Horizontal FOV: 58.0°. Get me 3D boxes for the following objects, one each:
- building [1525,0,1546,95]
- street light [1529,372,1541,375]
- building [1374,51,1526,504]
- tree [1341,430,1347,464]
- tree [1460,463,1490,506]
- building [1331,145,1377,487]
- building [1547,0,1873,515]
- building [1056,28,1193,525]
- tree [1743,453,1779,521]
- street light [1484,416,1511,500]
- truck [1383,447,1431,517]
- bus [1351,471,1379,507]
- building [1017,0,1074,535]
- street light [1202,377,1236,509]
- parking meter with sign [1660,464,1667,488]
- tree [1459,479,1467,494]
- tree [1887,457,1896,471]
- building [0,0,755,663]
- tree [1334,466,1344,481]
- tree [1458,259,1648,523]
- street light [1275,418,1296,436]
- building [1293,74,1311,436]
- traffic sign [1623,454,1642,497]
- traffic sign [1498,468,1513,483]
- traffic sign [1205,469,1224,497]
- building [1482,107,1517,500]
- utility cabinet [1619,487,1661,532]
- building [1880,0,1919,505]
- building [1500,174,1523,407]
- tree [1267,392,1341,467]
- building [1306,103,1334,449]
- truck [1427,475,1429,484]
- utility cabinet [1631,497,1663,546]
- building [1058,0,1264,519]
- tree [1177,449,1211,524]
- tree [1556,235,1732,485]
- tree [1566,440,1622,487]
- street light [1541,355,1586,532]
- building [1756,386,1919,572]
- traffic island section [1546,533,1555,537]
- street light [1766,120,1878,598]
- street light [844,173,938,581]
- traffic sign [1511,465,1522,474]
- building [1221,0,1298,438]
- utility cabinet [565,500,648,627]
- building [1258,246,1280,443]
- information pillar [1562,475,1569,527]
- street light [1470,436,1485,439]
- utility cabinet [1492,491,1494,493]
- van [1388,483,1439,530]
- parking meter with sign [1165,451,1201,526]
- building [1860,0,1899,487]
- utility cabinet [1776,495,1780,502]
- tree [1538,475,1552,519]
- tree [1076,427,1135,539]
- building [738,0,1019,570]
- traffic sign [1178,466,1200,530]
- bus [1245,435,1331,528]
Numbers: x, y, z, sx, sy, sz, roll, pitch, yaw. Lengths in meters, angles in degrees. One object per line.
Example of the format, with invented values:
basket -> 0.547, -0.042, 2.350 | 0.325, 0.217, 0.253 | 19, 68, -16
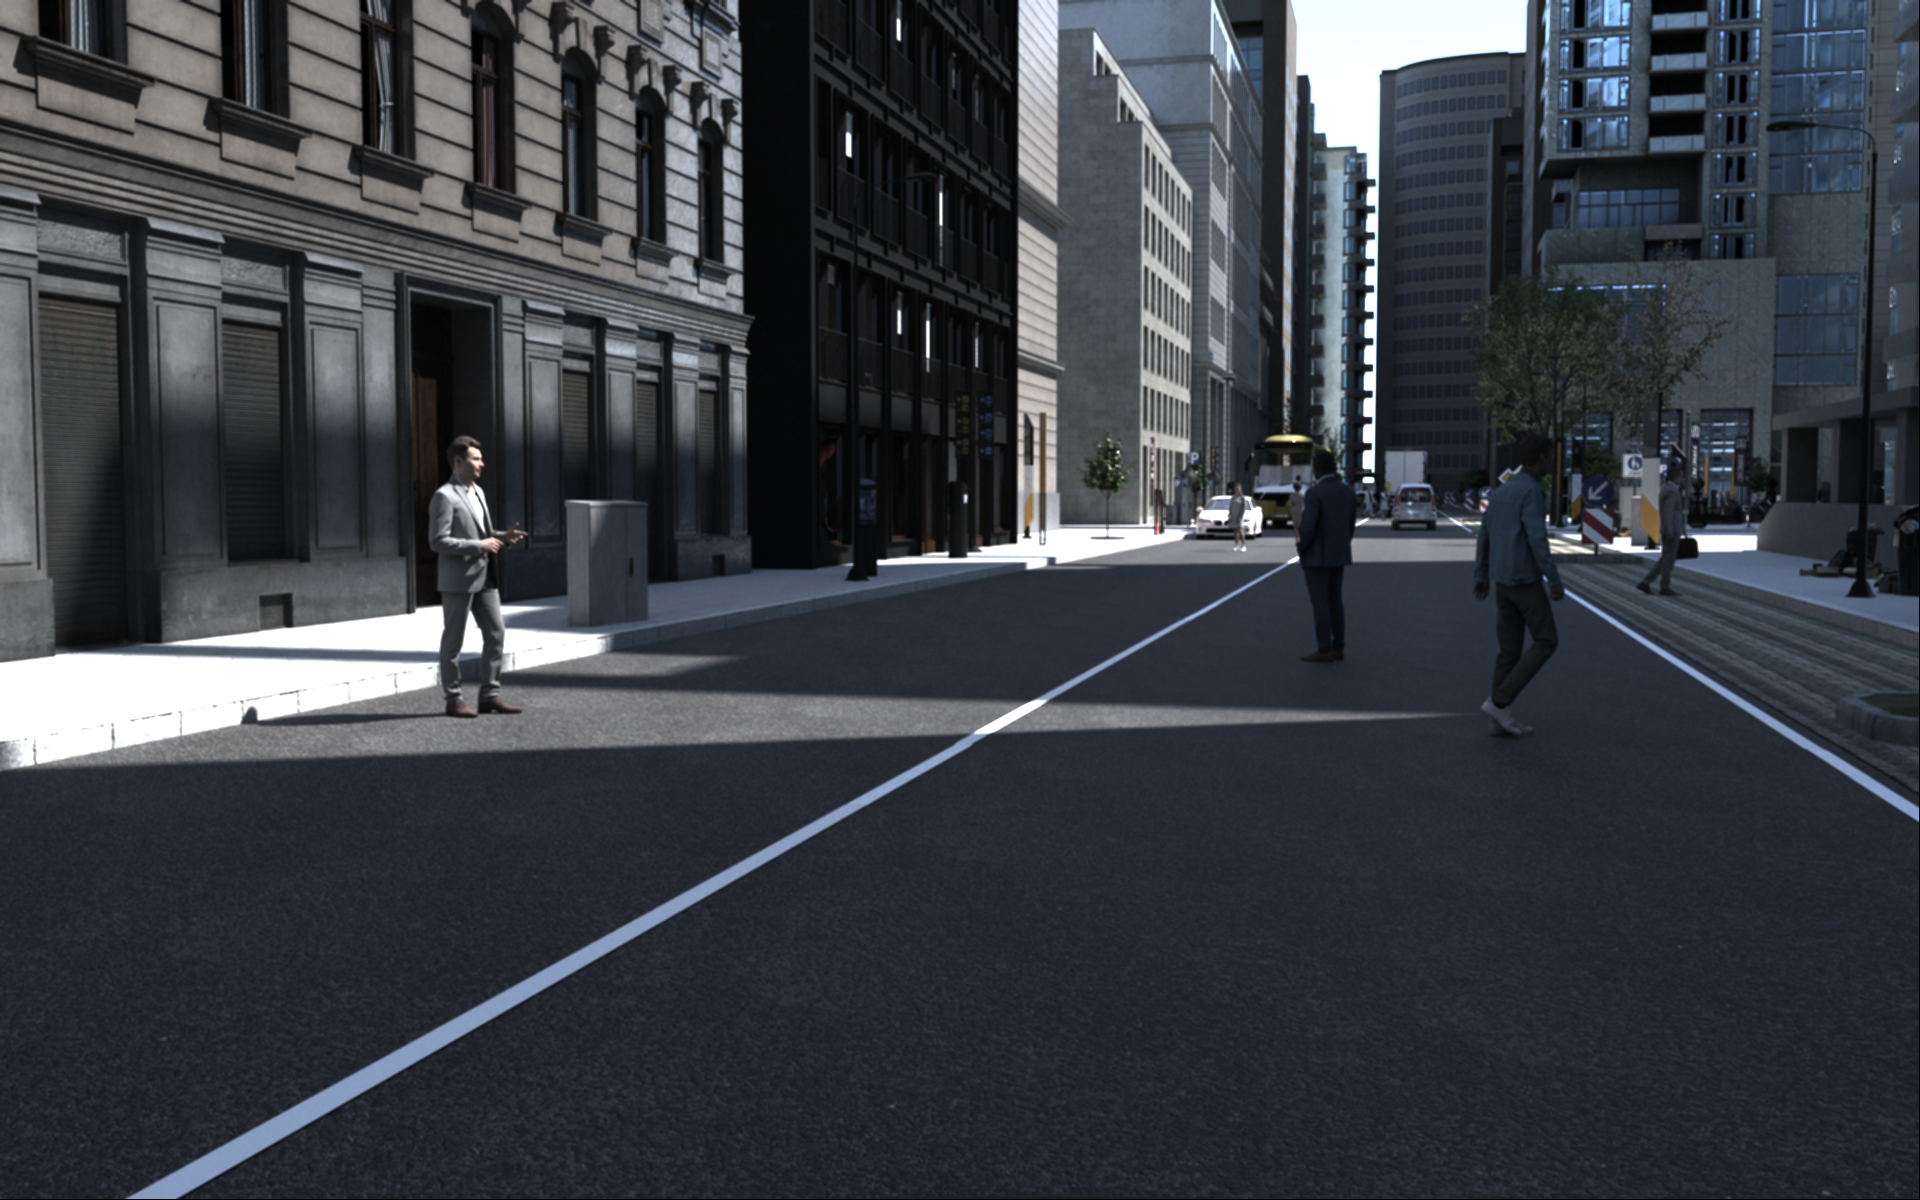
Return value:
building -> 53.760, -30.091, 142.101 | 14.600, 45.320, 14.200 | 1, 4, 15
street light -> 22.309, -5.704, 65.802 | 1.470, 5.913, 1.316 | 1, 4, 15
building -> 69.579, -42.020, 229.033 | 28.212, 58.520, 21.231 | 1, 4, 15
tree -> 38.704, -14.165, 181.966 | 4.737, 8.622, 4.395 | 0, 3, 0
tree -> 54.919, -12.262, 184.199 | 4.285, 4.588, 4.351 | 0, 3, 0
building -> 41.409, -37.843, 238.340 | 30.456, 49.044, 23.786 | 1, 4, 15
building -> 49.357, -49.293, 118.606 | 22.319, 86.520, 31.000 | 1, 4, 15
building -> 4.518, -13.797, 80.333 | 10.420, 20.320, 16.860 | 1, 4, 15
tree -> 37.381, -5.303, 81.309 | 1.663, 3.219, 1.824 | 0, 3, 0
street light -> 31.838, -7.923, 102.088 | 1.470, 5.913, 1.316 | 1, 4, 15
truck -> 28.183, -7.361, 109.266 | 2.839, 4.237, 11.283 | 1, 4, 16
bus -> 44.481, -12.143, 190.076 | 2.896, 3.916, 12.252 | 1, 4, 14
building -> -8.839, -16.466, 56.608 | 23.554, 28.519, 14.401 | 1, 4, 15
street light -> 10.242, -5.886, 68.774 | 1.470, 5.913, 1.316 | 1, 4, 15
parking meter with sign -> 41.447, -6.452, 101.746 | 0.543, 3.016, 1.738 | 2, 4, 31
tree -> 58.090, -12.572, 200.145 | 1.663, 3.219, 1.824 | 0, 3, 0
tree -> 26.573, -3.231, 47.421 | 1.663, 3.219, 1.824 | 0, 3, 0
building -> -10.160, -10.449, 19.997 | 9.793, 20.994, 18.267 | 1, 4, 15
tree -> 35.892, -11.372, 169.653 | 4.285, 4.588, 4.351 | 0, 3, 0
tree -> 26.656, -9.310, 77.971 | 9.928, 11.665, 9.643 | 0, 3, 0
street light -> 19.730, -8.131, 105.476 | 1.470, 5.913, 1.316 | 1, 4, 15
building -> 25.837, -29.488, 165.720 | 14.154, 41.232, 14.086 | 1, 4, 15
traffic sign -> 16.998, -2.539, 43.648 | 0.606, 2.300, 0.079 | 1, 4, 19
traffic sign -> 20.929, -3.824, 66.159 | 0.795, 2.450, 0.064 | 1, 4, 15
traffic sign -> 10.101, -3.997, 68.995 | 0.795, 2.450, 0.064 | 1, 4, 15
building -> 68.098, -33.639, 200.102 | 14.600, 45.320, 14.200 | 1, 4, 15
utility cabinet -> 21.296, -2.790, 54.292 | 1.173, 1.500, 0.318 | 0, 4, 1
building -> 55.418, -27.627, 71.314 | 30.456, 49.044, 23.786 | 1, 4, 15
building -> 56.346, -23.566, 157.008 | 14.160, 30.474, 14.107 | 1, 4, 15
tree -> 24.136, -10.620, 123.992 | 4.737, 8.622, 4.395 | 0, 3, 0
building -> 27.524, -35.804, 205.001 | 30.456, 49.044, 23.786 | 1, 4, 15
truck -> 34.191, -8.379, 132.927 | 3.469, 3.379, 9.791 | 1, 4, 16
utility cabinet -> 17.129, -1.932, 42.755 | 1.020, 1.237, 0.306 | 2, 4, 25
building -> 11.033, -19.875, 102.446 | 11.434, 29.767, 29.804 | 1, 4, 15
tree -> 10.093, -4.918, 75.011 | 1.663, 3.219, 1.824 | 0, 3, 0
tree -> 19.474, -6.042, 49.148 | 4.360, 8.622, 3.978 | 0, 3, 0
tree -> 38.609, -7.419, 105.022 | 4.285, 4.588, 4.351 | 0, 3, 0
street light -> 20.325, -5.228, 58.017 | 1.470, 5.913, 1.316 | 1, 4, 15
building -> 32.172, -20.551, 27.887 | 32.217, 40.220, 23.993 | 1, 4, 15
traffic island section -> 18.938, -2.215, 58.503 | 2.009, 0.180, 2.903 | 1, 4, 15
street light -> 10.711, -2.998, 21.562 | 1.470, 5.913, 1.316 | 1, 4, 15
street light -> -1.005, -3.229, 25.332 | 1.470, 5.913, 1.316 | 1, 4, 15
traffic sign -> 18.913, -3.351, 58.432 | 0.795, 2.450, 0.064 | 1, 4, 15
building -> 21.856, -30.670, 151.568 | 14.600, 45.320, 14.200 | 1, 4, 15
utility cabinet -> -3.487, -0.369, 17.191 | 0.306, 1.237, 1.020 | 1, 4, 22
building -> 16.207, -17.598, 129.524 | 13.314, 21.916, 24.055 | 1, 4, 15
information pillar -> 23.866, -3.916, 68.515 | 0.304, 2.012, 0.304 | -1, 4, -9
street light -> 41.362, -10.141, 138.344 | 1.470, 5.913, 1.316 | 1, 4, 15
utility cabinet -> 36.222, -6.640, 117.235 | 0.318, 1.500, 1.173 | 0, 4, 0
van -> 18.302, -3.844, 69.868 | 2.013, 2.044, 4.112 | 1, 4, 13
parking meter with sign -> 9.039, -4.537, 70.433 | 1.738, 3.016, 0.543 | -3, 5, -44
building -> 90.294, -46.020, 190.675 | 20.611, 71.187, 20.563 | 1, 4, 15
utility cabinet -> 44.643, -5.117, 94.819 | 0.306, 1.237, 1.020 | -3, 5, -39
tree -> 30.129, -5.809, 89.578 | 1.663, 3.219, 1.824 | 0, 3, 0
tree -> 4.326, -3.359, 49.521 | 1.663, 3.219, 1.824 | 0, 3, 0
building -> -6.462, -12.732, 37.843 | 12.332, 23.373, 15.834 | 1, 4, 15
traffic sign -> 8.085, -3.524, 61.267 | 0.795, 2.450, 0.064 | 1, 4, 15
bus -> 14.572, -5.141, 75.606 | 2.896, 3.916, 12.252 | 1, 4, 16
